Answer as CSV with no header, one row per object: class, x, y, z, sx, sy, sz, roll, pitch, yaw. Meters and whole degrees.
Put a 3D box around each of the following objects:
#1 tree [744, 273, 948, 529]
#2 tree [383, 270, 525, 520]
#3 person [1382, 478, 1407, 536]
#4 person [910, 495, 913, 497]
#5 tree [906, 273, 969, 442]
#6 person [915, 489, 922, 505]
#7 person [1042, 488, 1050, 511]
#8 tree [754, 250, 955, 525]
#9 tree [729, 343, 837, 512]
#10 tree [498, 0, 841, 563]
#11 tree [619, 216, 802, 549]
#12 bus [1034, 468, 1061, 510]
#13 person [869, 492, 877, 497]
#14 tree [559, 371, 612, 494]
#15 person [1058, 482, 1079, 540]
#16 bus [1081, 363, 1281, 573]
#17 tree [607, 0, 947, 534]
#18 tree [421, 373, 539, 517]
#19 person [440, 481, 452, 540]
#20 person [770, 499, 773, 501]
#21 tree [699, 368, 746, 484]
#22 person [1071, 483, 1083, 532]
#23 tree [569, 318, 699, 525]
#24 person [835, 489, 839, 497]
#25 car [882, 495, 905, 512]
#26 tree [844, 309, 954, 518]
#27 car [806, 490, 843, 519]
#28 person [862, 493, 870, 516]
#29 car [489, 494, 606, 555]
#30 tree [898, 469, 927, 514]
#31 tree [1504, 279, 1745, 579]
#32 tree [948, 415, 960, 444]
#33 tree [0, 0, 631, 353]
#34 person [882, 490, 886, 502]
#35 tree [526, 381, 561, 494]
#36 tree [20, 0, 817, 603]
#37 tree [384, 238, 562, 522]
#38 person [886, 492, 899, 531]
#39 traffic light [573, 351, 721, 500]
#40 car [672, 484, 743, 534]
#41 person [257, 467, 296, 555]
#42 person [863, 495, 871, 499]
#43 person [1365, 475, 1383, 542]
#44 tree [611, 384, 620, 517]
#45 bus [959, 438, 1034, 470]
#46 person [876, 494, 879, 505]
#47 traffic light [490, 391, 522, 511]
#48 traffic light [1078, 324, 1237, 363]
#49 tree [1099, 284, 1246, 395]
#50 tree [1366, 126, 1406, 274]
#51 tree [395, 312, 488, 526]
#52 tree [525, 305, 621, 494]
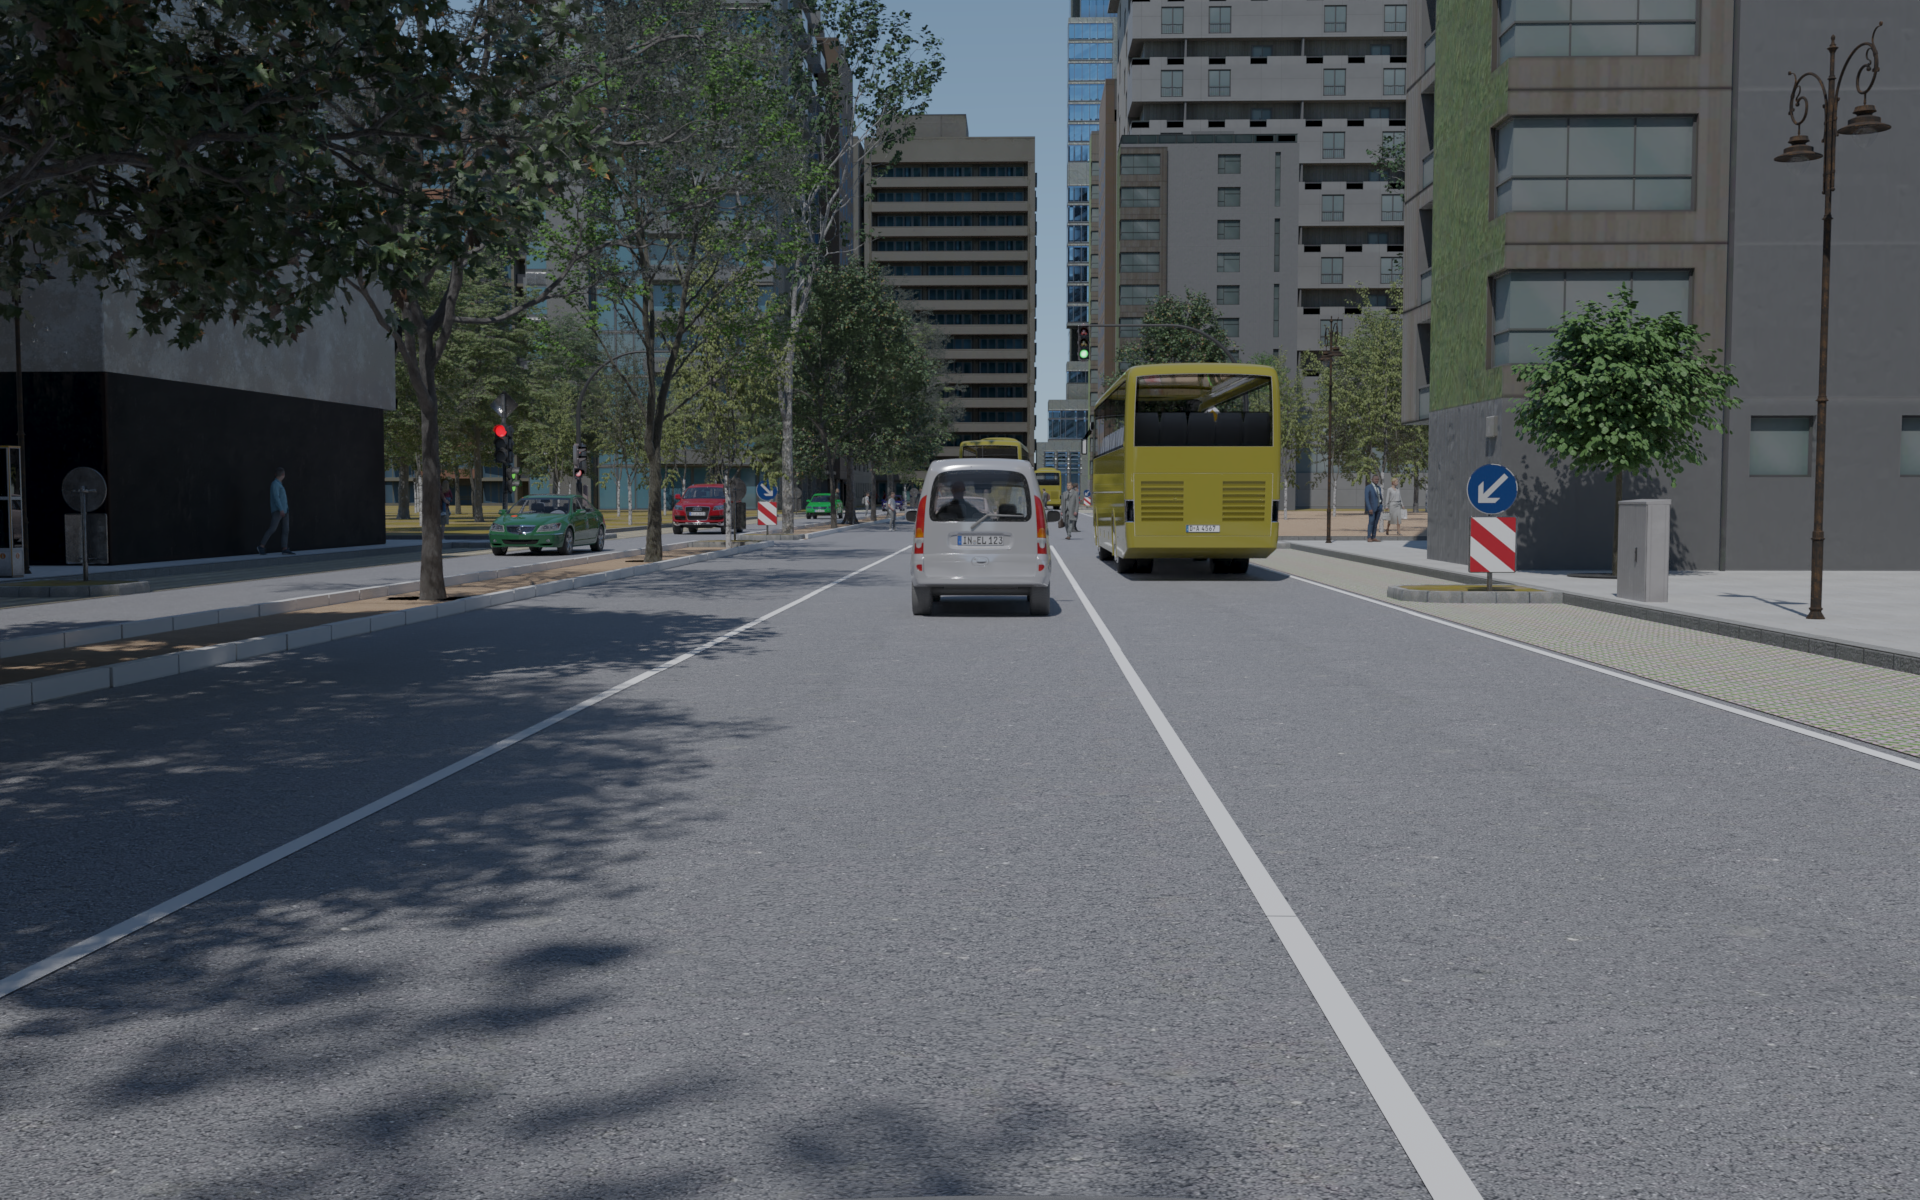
tree,-5.151,-8.226,71.367,8.767,10.594,7.601,0,4,2
tree,-28.105,-11.037,87.110,9.857,13.997,8.962,0,3,0
person,13.493,-2.897,53.765,0.694,1.780,0.624,-1,4,-9
person,-5.497,-11.738,200.278,0.599,1.838,0.709,-2,4,-32
tree,-4.575,-10.936,91.633,12.009,13.543,11.850,0,3,0
person,-2.557,-6.215,110.530,0.576,1.772,0.534,-3,4,-39
person,5.911,-6.830,120.132,0.822,1.834,0.622,2,4,24
tree,-5.127,-9.866,80.780,9.611,12.733,9.660,0,3,0
tree,-11.895,-13.251,123.307,9.857,13.997,8.962,0,3,0
tree,-6.294,-6.575,35.711,9.928,11.665,9.643,0,3,0
tree,-6.020,-5.627,44.829,4.737,8.622,4.395,0,3,0
bus,8.090,-10.391,161.442,2.896,3.916,12.252,0,4,2
person,-10.010,-11.784,198.704,0.705,1.826,1.348,3,5,40
tree,-19.400,-9.073,98.699,4.737,8.622,4.395,0,3,0
person,3.401,-2.802,54.408,0.694,1.812,0.767,2,4,31
bus,4.095,-2.602,34.091,2.896,3.916,12.252,0,4,2
tree,-7.157,-12.355,60.356,12.611,20.169,13.585,0,3,0
tree,-27.677,-10.001,97.922,7.601,10.594,8.767,3,5,41
person,-15.175,-2.587,50.773,0.580,1.828,0.573,-1,4,-9
person,-10.201,-4.922,93.226,0.590,1.304,0.306,2,4,31
tree,-13.933,-8.957,96.810,4.360,8.622,3.978,0,3,0
person,4.388,-3.475,65.120,0.447,1.846,0.655,1,4,20
tree,-13.818,-7.421,71.701,4.360,8.622,3.978,0,3,0
person,-8.761,-6.704,118.327,1.509,1.804,0.699,-2,4,-26
car,-5.440,-7.965,142.808,1.945,1.354,3.894,0,4,4
tree,-4.191,-11.064,101.484,7.486,12.596,7.792,0,3,0
car,-7.828,-5.596,100.289,1.959,1.807,4.718,0,4,3
person,-5.777,-5.876,107.165,0.503,1.515,0.523,2,4,32
car,-9.956,-1.850,42.052,2.131,1.459,4.920,0,4,3
tree,-3.609,-9.969,115.812,4.737,8.622,4.395,0,3,0
tree,10.147,-2.620,26.544,4.285,4.588,4.351,0,3,0
tree,-4.119,-10.539,109.176,8.767,10.594,7.601,0,4,2
tree,-7.527,-5.653,11.898,9.611,12.733,9.660,0,3,0
person,-8.144,-10.836,185.634,0.705,1.831,1.348,1,4,11
tree,-24.785,-9.559,106.656,4.737,8.622,4.395,0,3,0
tree,-7.067,-6.723,22.754,12.009,13.543,11.850,0,3,0
tree,-21.771,-9.773,77.908,7.486,12.596,7.792,0,3,0
person,-2.606,-3.427,67.129,0.523,1.515,0.503,0,4,-8
traffic light,-9.983,-4.909,54.936,4.771,5.953,1.251,0,4,2
car,-9.159,-3.339,63.258,2.281,1.827,5.304,0,4,1
person,-14.406,-1.871,36.497,0.748,1.841,0.638,0,4,0
person,-10.116,-11.098,188.055,0.990,1.755,0.434,1,4,22
person,11.066,-2.455,46.359,0.721,1.800,0.419,-3,5,-41
tree,-14.174,-8.375,87.287,4.737,8.622,4.395,0,3,0
bus,1.605,-5.093,74.812,2.896,3.916,12.252,0,4,4
person,-10.276,-12.414,211.408,0.705,1.831,1.348,2,4,33
traffic light,-12.343,-3.552,46.990,0.839,4.253,0.868,0,4,2
traffic light,5.514,-4.379,46.269,4.771,5.953,1.251,0,4,2
tree,12.255,-10.906,95.318,9.611,12.733,9.660,0,3,0
tree,23.840,-13.323,73.726,12.611,20.169,13.585,0,3,0
tree,-21.321,-7.258,69.028,4.360,8.622,3.978,0,3,0
tree,-27.697,-12.956,118.477,9.857,13.997,8.962,0,3,0
